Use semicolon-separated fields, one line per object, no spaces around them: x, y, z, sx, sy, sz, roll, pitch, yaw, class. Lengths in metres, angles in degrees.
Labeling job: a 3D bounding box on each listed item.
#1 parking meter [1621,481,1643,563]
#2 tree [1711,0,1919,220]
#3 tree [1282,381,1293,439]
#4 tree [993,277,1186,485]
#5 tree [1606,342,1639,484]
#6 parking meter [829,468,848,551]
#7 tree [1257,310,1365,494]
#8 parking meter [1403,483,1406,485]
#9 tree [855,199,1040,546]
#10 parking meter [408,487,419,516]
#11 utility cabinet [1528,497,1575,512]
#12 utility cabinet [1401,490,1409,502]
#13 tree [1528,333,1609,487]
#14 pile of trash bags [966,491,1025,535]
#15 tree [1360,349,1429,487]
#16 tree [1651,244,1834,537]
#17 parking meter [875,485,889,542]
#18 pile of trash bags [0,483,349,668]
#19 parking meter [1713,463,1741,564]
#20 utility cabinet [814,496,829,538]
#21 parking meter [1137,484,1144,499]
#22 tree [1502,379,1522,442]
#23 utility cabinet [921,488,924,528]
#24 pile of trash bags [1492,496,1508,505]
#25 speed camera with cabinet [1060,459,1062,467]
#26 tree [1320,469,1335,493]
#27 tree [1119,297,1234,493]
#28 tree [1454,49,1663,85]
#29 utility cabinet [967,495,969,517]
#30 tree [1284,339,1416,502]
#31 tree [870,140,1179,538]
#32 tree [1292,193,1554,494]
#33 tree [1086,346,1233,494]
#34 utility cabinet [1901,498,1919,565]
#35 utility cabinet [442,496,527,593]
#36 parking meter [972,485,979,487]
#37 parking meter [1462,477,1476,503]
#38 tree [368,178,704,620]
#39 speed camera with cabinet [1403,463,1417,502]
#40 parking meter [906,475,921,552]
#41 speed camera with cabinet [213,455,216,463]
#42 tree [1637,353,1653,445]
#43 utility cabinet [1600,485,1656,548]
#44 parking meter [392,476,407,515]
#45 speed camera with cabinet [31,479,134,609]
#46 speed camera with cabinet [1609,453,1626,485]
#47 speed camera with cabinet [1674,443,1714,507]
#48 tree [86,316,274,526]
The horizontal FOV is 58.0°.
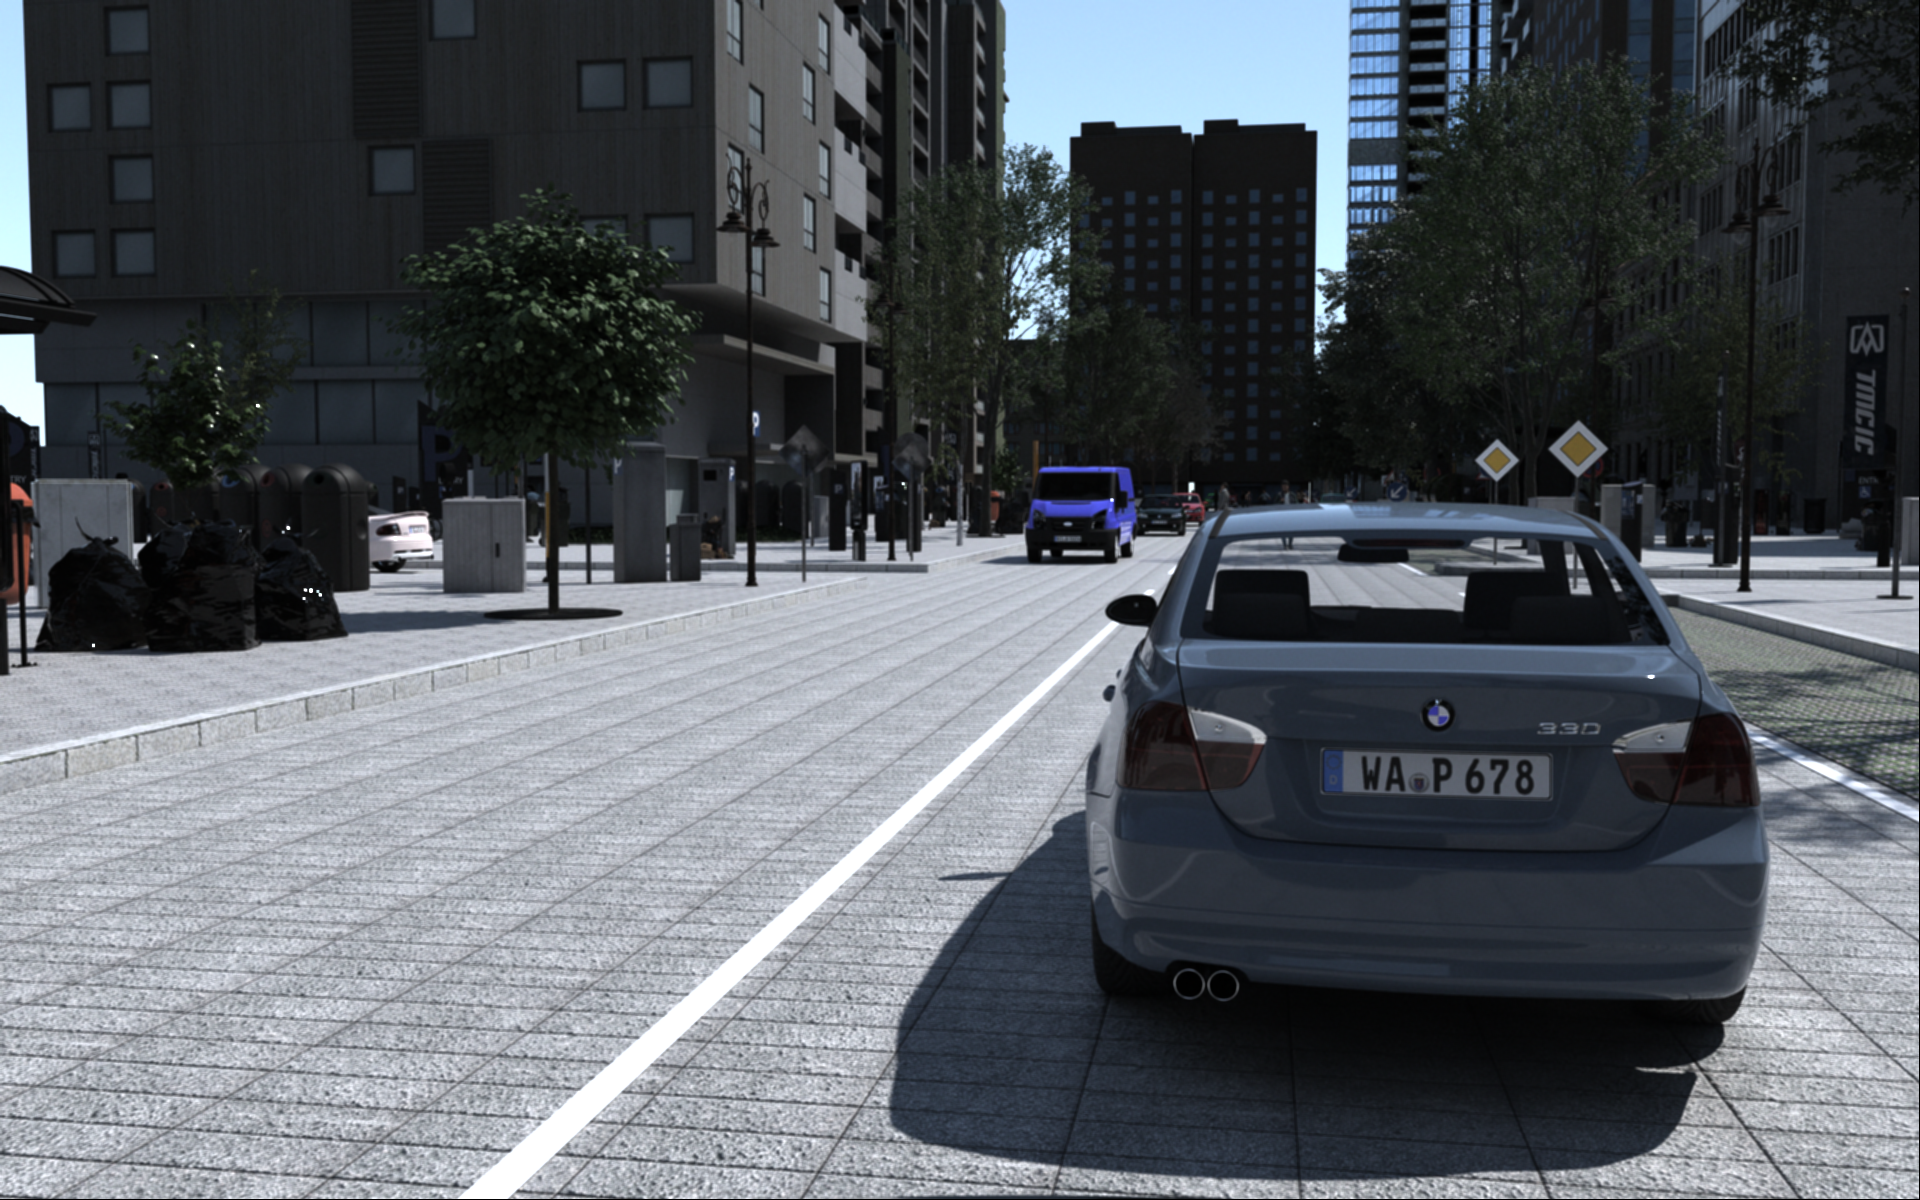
12.606;-1.474;32.513;0.372;1.533;0.369;0;3;0;parking meter
9.171;-4.765;12.326;7.601;10.594;8.767;1;4;20;tree
31.732;-14.505;143.818;9.857;13.997;8.962;0;3;0;tree
4.869;-8.325;70.532;8.767;10.594;7.601;2;4;25;tree
28.881;-7.239;68.724;4.737;8.622;4.395;0;3;0;tree
-2.755;-2.045;39.146;0.399;1.863;0.255;-1;4;-15;parking meter
37.029;-19.725;178.386;12.611;20.169;13.585;0;3;0;tree
23.580;-5.313;92.579;0.255;1.863;0.399;-3;4;-36;parking meter
-0.240;-5.651;42.756;4.737;8.622;4.395;0;3;0;tree
-18.366;-3.052;58.306;0.372;1.533;0.369;0;3;0;parking meter
12.519;-1.563;36.715;1.020;1.237;0.306;-1;4;-23;utility cabinet
22.951;-4.950;89.618;0.318;1.500;1.173;2;4;30;utility cabinet
28.326;-7.842;78.582;4.737;8.622;4.395;0;3;0;tree
1.112;-2.784;55.275;1.912;1.369;3.447;0;4;2;pile of trash bags
21.996;-8.349;86.872;4.737;8.622;4.395;0;3;0;tree
23.015;-6.141;50.769;4.737;8.622;4.395;0;3;0;tree
-2.087;-2.338;46.636;0.372;1.533;0.369;0;3;0;parking meter
-6.778;-0.276;14.263;1.912;1.369;3.447;1;4;17;pile of trash bags
14.049;-1.590;31.706;0.255;1.863;0.399;-2;4;-32;parking meter
-4.132;-2.465;51.459;0.306;1.237;1.020;1;4;15;utility cabinet
10.505;-5.819;100.845;0.399;1.863;0.255;1;4;10;parking meter
32.352;-8.998;97.485;4.737;8.622;4.395;0;3;0;tree
-1.803;-3.392;64.135;0.318;1.500;1.173;-3;4;-37;utility cabinet
21.762;-3.606;68.711;3.447;1.369;1.912;0;4;-6;pile of trash bags
5.612;-6.436;99.571;0.660;3.252;2.038;0;4;3;speed camera with cabinet
35.608;-13.229;166.659;4.360;8.622;3.978;0;3;0;tree
20.411;-19.187;169.593;12.611;20.169;13.585;0;3;0;tree
13.436;-6.993;40.088;9.928;11.665;9.643;0;3;0;tree
0.042;-5.125;94.955;0.306;1.237;1.020;3;4;39;utility cabinet
28.576;-12.718;124.945;9.611;12.733;9.660;0;3;0;tree
0.917;-7.661;51.009;9.928;11.665;9.643;0;3;0;tree
19.383;-10.067;71.258;9.857;13.997;8.962;0;3;0;tree
15.449;-13.912;137.823;12.009;13.543;11.850;0;3;0;tree
17.604;-1.233;31.317;1.020;1.237;0.306;0;4;-1;utility cabinet
-6.204;-0.699;22.598;1.020;1.237;0.306;0;4;-4;utility cabinet
0.970;-6.188;106.890;0.399;1.863;0.255;2;4;29;parking meter
17.107;-3.215;58.269;0.399;1.863;0.255;3;4;36;parking meter
-4.374;-2.106;18.152;4.285;4.588;4.351;0;3;0;tree
26.408;-6.586;102.012;2.038;3.252;0.660;-3;5;-40;speed camera with cabinet
-1.022;-2.003;38.459;0.255;1.863;0.399;1;4;15;parking meter
-24.070;-3.879;57.759;2.038;3.252;0.660;0;4;-1;speed camera with cabinet
26.417;-6.731;60.421;4.737;8.622;4.395;0;3;0;tree
15.690;-1.958;40.693;1.173;1.500;0.318;0;4;0;utility cabinet
-17.954;-3.047;55.534;0.399;1.863;0.255;-2;4;-35;parking meter
-10.416;-1.530;19.351;2.038;3.252;0.660;-2;4;-32;speed camera with cabinet
30.603;-5.371;82.150;2.038;3.252;0.660;-2;4;-24;speed camera with cabinet
28.365;-4.386;66.044;2.038;3.252;0.660;0;4;-2;speed camera with cabinet
-8.306;-1.488;18.936;1.663;3.219;1.824;0;3;0;tree
